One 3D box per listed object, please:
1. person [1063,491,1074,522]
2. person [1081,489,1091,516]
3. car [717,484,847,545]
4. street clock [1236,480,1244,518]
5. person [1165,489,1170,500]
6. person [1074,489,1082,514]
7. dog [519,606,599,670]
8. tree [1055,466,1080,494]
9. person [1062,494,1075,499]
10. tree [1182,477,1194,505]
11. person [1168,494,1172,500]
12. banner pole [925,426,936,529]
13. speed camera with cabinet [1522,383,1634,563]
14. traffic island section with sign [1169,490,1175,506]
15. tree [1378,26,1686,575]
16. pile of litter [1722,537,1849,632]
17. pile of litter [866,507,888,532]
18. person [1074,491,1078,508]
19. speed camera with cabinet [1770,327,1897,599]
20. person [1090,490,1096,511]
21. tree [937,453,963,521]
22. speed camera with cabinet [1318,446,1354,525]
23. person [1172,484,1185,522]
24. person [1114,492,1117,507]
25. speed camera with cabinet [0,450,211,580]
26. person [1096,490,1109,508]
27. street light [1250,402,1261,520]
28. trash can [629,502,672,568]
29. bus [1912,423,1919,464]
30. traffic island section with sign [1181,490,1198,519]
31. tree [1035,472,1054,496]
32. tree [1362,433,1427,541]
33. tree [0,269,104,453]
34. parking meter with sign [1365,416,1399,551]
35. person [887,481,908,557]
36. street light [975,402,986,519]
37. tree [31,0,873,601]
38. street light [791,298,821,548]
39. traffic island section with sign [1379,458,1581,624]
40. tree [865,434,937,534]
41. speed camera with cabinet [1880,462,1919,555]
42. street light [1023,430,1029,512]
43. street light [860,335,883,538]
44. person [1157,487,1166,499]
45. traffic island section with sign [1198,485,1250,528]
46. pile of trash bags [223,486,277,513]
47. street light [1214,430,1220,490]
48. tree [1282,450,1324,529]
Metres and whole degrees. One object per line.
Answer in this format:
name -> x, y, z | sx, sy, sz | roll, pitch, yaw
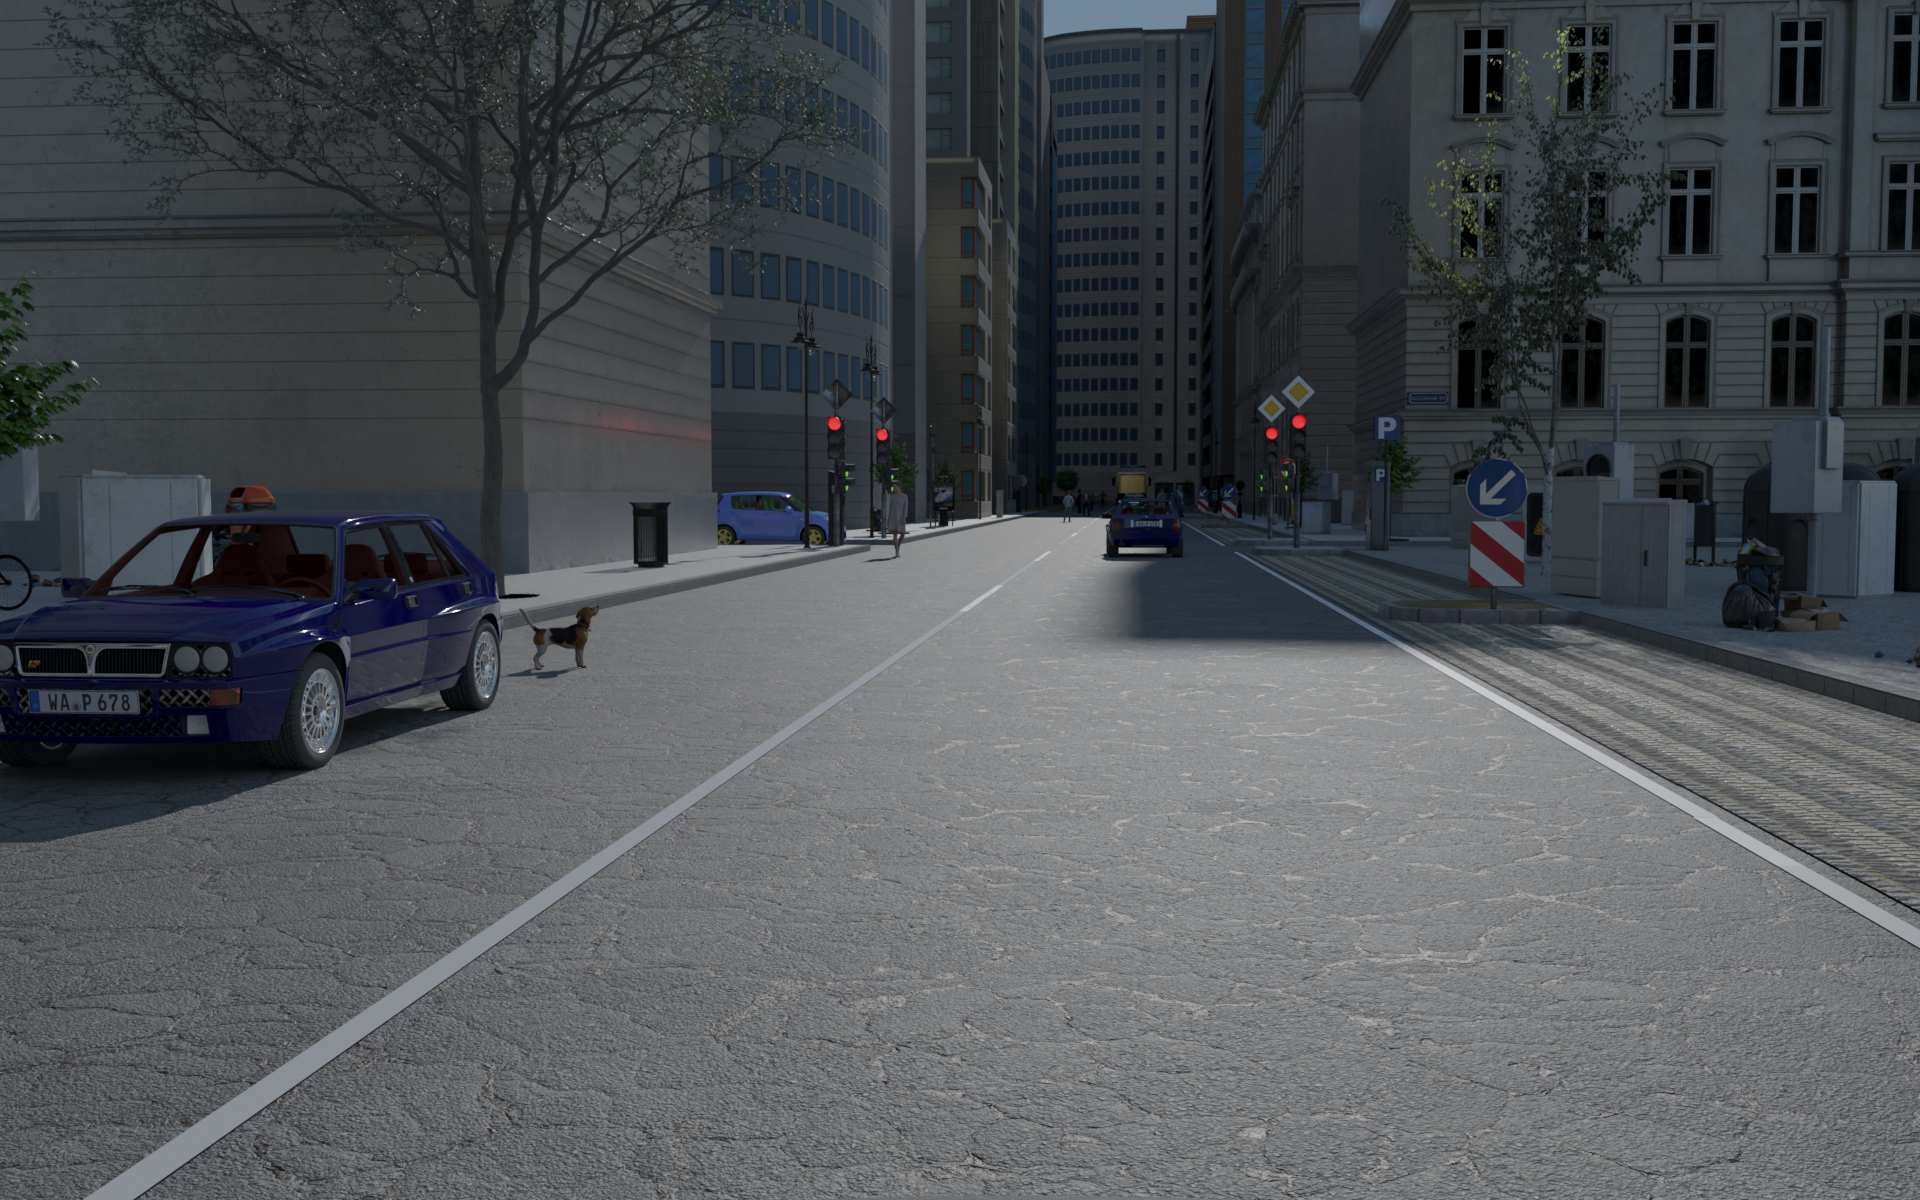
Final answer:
person -> 5.561, -4.792, 88.661 | 0.589, 1.601, 0.330 | 1, 4, 21
person -> 8.170, -6.305, 111.978 | 0.661, 1.777, 0.834 | -1, 4, -21
car -> -4.860, -2.235, 46.133 | 3.694, 1.707, 1.945 | 0, 4, 5
street clock -> 14.880, -5.353, 92.094 | 0.471, 2.002, 0.358 | -3, 5, -41
person -> 17.622, -8.523, 147.849 | 0.705, 1.824, 1.348 | -1, 4, -13
person -> 8.758, -7.288, 127.619 | 0.705, 1.831, 1.348 | 2, 4, 25
dog -> -3.291, 0.307, 14.265 | 0.406, 0.507, 0.540 | 2, 4, 27
tree -> 12.510, -13.362, 202.174 | 4.285, 4.588, 4.351 | 0, 3, 0
person -> 9.423, -8.621, 149.978 | 1.217, 1.766, 0.721 | 0, 4, 8
tree -> 25.674, -12.350, 196.525 | 1.663, 3.219, 1.824 | 0, 3, 0
person -> 20.026, -9.228, 162.574 | 0.799, 1.438, 0.628 | -3, 5, -41
banner pole -> -1.018, -4.491, 63.440 | 0.401, 3.779, 0.863 | -1, 4, -17
speed camera with cabinet -> 11.227, -2.275, 31.529 | 0.660, 3.252, 2.038 | -2, 4, -31
traffic island section with sign -> 18.932, -8.668, 150.342 | 1.989, 1.847, 2.006 | 0, 4, 6
tree -> 9.095, -4.705, 27.294 | 4.360, 8.622, 3.978 | 0, 3, 0
pile of litter -> 8.033, -0.174, 16.809 | 1.719, 0.858, 1.176 | -3, 4, -38
pile of litter -> -2.632, -2.791, 59.592 | 1.176, 0.858, 1.719 | -1, 4, -9
person -> 12.055, -10.346, 178.595 | 0.756, 1.711, 0.436 | -1, 4, -17
speed camera with cabinet -> 10.733, -1.645, 21.236 | 2.038, 3.252, 0.660 | -3, 4, -37
person -> 11.503, -8.538, 148.625 | 0.750, 1.759, 0.617 | 2, 4, 29
tree -> -0.650, -5.331, 81.771 | 1.663, 3.219, 1.824 | 0, 3, 0
speed camera with cabinet -> 15.783, -4.704, 71.239 | 2.038, 3.252, 0.660 | 3, 4, 36
person -> 8.295, -3.496, 65.840 | 0.419, 1.800, 0.721 | 3, 5, 45
person -> 17.503, -11.210, 192.728 | 0.436, 1.711, 0.756 | -1, 4, -21
speed camera with cabinet -> -7.553, -1.253, 14.815 | 2.038, 3.252, 0.660 | -1, 4, -16
person -> 14.926, -10.552, 181.116 | 1.348, 1.812, 0.705 | 1, 4, 18
street light -> 14.550, -6.896, 85.544 | 0.468, 5.910, 1.993 | 0, 4, 6
trash can -> -5.424, -1.145, 30.369 | 0.748, 1.137, 0.748 | 0, 3, 0
bus -> 31.018, -2.928, 42.733 | 13.247, 3.499, 2.948 | 0, 4, 7
traffic island section with sign -> 13.940, -5.612, 100.389 | 1.989, 1.847, 2.006 | 0, 4, 6
tree -> 7.201, -9.347, 147.427 | 1.663, 3.219, 1.824 | 0, 3, 0
tree -> 12.008, -3.247, 47.684 | 1.663, 3.219, 1.824 | 0, 3, 0
tree -> -7.469, -1.105, 12.670 | 1.663, 3.219, 1.824 | 0, 3, 0
parking meter with sign -> 9.554, -2.643, 39.470 | 0.543, 3.016, 1.738 | 0, 4, 4
person -> -1.437, -1.849, 39.484 | 0.466, 1.731, 0.760 | -1, 4, -14
street light -> 1.019, -7.005, 87.324 | 0.468, 5.910, 1.993 | 0, 4, 6
tree -> -5.656, -6.769, 21.043 | 12.009, 13.543, 11.850 | 0, 3, 0
street light -> -3.641, -4.177, 41.085 | 0.468, 5.910, 1.993 | 0, 4, 6
traffic island section with sign -> 5.908, -0.693, 19.951 | 1.989, 1.847, 2.006 | 0, 4, 6
tree -> -1.992, -3.725, 55.501 | 1.663, 3.219, 1.824 | 0, 3, 0
speed camera with cabinet -> 21.272, -2.687, 38.270 | 0.660, 3.252, 2.038 | 0, 4, 3
street light -> 4.773, -9.269, 124.337 | 0.468, 5.910, 1.993 | 0, 4, 6
street light -> -2.577, -4.751, 50.474 | 0.468, 5.910, 1.993 | 0, 4, 6
person -> 11.238, -5.371, 96.501 | 0.511, 1.800, 0.466 | 1, 4, 12
traffic island section with sign -> 11.271, -3.972, 73.566 | 1.989, 1.847, 2.006 | 0, 4, 6
pile of trash bags -> -9.096, -0.667, 20.657 | 3.447, 1.369, 1.912 | 3, 5, 41
street light -> 18.086, -9.150, 122.396 | 0.468, 5.910, 1.993 | 0, 4, 6
tree -> 12.809, -4.296, 64.843 | 1.663, 3.219, 1.824 | 0, 3, 0
